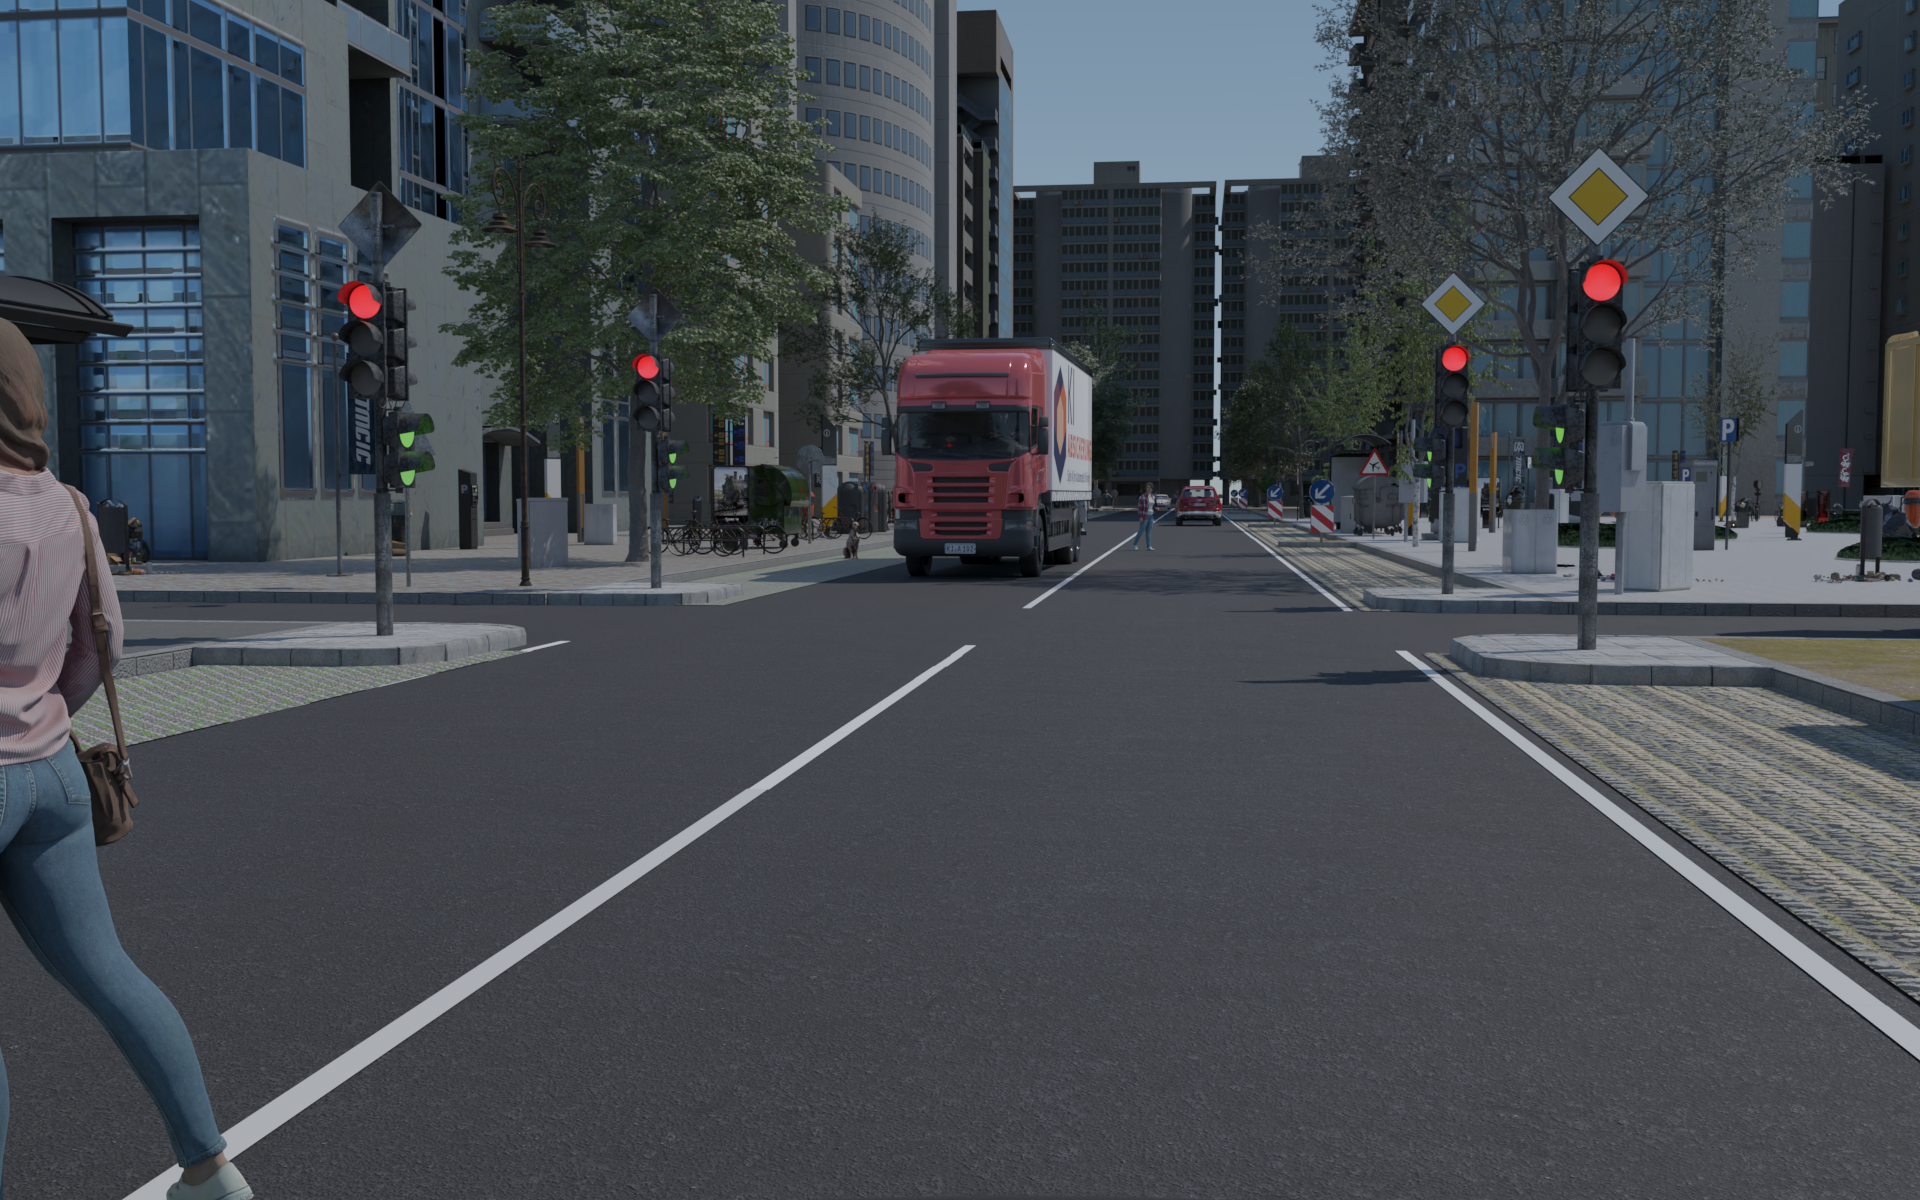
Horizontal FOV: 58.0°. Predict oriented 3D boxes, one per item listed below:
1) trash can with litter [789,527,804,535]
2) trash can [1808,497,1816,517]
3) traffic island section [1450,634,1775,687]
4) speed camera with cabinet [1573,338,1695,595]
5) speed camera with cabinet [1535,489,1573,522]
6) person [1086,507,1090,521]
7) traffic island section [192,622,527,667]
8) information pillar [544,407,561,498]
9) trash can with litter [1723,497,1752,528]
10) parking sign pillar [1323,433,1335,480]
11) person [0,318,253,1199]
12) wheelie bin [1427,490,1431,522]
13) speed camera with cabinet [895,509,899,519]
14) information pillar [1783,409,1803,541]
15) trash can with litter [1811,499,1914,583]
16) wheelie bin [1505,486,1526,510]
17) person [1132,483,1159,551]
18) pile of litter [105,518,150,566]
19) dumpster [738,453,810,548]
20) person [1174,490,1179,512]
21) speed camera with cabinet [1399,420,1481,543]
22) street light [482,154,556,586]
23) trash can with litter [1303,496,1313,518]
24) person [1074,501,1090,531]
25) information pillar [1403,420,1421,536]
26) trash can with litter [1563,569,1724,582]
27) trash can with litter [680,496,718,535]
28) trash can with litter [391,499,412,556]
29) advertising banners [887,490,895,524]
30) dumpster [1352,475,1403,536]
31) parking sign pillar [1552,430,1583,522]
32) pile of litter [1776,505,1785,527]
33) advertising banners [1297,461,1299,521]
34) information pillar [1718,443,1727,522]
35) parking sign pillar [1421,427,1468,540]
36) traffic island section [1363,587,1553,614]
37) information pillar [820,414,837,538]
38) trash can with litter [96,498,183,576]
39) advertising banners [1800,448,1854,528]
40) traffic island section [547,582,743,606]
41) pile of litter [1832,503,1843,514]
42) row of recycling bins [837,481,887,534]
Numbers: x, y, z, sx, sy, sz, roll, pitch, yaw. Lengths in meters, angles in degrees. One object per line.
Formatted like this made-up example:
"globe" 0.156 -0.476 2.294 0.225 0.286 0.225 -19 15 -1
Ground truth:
"trash can with litter" -5.286 -2.608 54.023 0.624 1.170 1.055 2 4 25
"trash can" 40.659 -4.340 82.605 0.748 1.137 0.748 0 3 0
"traffic island section" 5.203 0.487 14.319 2.009 0.180 2.903 0 4 8
"speed camera with cabinet" 8.915 -1.736 22.719 2.038 3.252 0.660 -3 5 -42
"speed camera with cabinet" 20.417 -3.916 58.359 0.660 3.252 2.038 -3 4 -39
"person" 6.700 -5.190 93.213 0.638 1.841 0.748 -3 4 -37
"traffic island section" -5.242 0.400 15.739 2.009 0.180 2.903 0 4 8
"information pillar" -9.669 -3.045 41.147 0.183 3.616 0.504 2 4 28
"trash can with litter" 29.166 -3.282 65.043 0.624 1.170 1.055 -2 4 -25
"parking sign pillar" 15.897 -5.271 74.658 1.447 3.967 1.447 1 4 10
"person" -1.695 0.361 3.193 0.643 1.750 0.593 1 4 10
"wheelie bin" 21.890 -4.397 79.798 0.980 1.594 0.693 1 4 14
"speed camera with cabinet" -2.065 -4.222 63.360 0.660 3.252 2.038 0 4 -1
"information pillar" 22.957 -3.447 47.715 0.504 3.616 0.183 -1 4 -9
"trash can with litter" 13.241 -0.897 25.717 2.233 1.210 1.678 -3 4 -39
"wheelie bin" 21.555 -3.625 67.184 0.693 1.594 0.980 2 4 32
"person" 4.723 -2.119 43.989 0.563 1.720 0.643 -3 4 -39
"pile of litter" -15.436 -1.082 31.658 1.176 0.858 1.719 0 4 0
"dumpster" -4.529 -2.377 41.361 1.502 2.255 1.985 0 4 8
"person" 17.784 -8.130 141.977 0.434 1.755 0.990 1 4 10
"speed camera with cabinet" 12.742 -3.159 45.993 2.038 3.252 0.660 2 4 24
"street light" -6.070 -3.134 24.021 0.468 5.910 1.993 0 4 8
"trash can with litter" 18.999 -5.061 94.135 1.055 1.170 0.624 -3 5 -41
"person" 4.664 -3.566 66.646 0.661 1.843 0.795 -2 4 -24
"information pillar" 13.814 -3.761 52.848 0.183 3.616 0.504 -3 4 -36
"trash can with litter" 10.125 -0.913 25.989 1.678 1.210 2.233 -2 4 -29
"trash can with litter" -8.109 -2.694 55.098 1.678 1.210 2.233 1 4 14
"trash can with litter" -11.633 -1.507 36.025 0.624 1.170 1.055 -2 4 -26
"advertising banners" -2.901 -4.853 75.530 0.090 3.025 2.074 1 4 11
"dumpster" 12.826 -2.921 53.516 1.264 1.857 1.865 0 4 8
"parking sign pillar" 22.146 -4.538 62.673 1.447 3.967 1.447 2 4 26
"pile of litter" 32.837 -3.323 68.304 1.719 0.858 1.176 -3 4 -38
"advertising banners" 16.205 -5.317 83.117 0.090 3.025 2.074 1 4 11
"information pillar" 35.205 -5.415 79.891 0.504 3.616 0.183 -3 5 -41
"parking sign pillar" 13.641 -3.660 48.312 1.447 3.967 1.447 -1 4 -12
"traffic island section" 6.279 0.003 22.232 2.009 0.180 2.903 0 4 8
"information pillar" -3.833 -3.624 50.609 0.504 3.616 0.183 -2 4 -33
"trash can with litter" -13.806 -1.019 27.717 2.233 1.210 1.678 1 4 14
"advertising banners" 32.931 -4.276 66.092 2.074 3.025 0.090 1 4 20
"traffic island section" -4.166 -0.084 23.652 2.009 0.180 2.903 0 4 8
"pile of litter" 41.094 -4.072 80.539 1.719 0.858 1.176 -3 4 -37
"row of recycling bins" -3.260 -3.054 57.050 1.069 1.692 3.534 1 4 14
